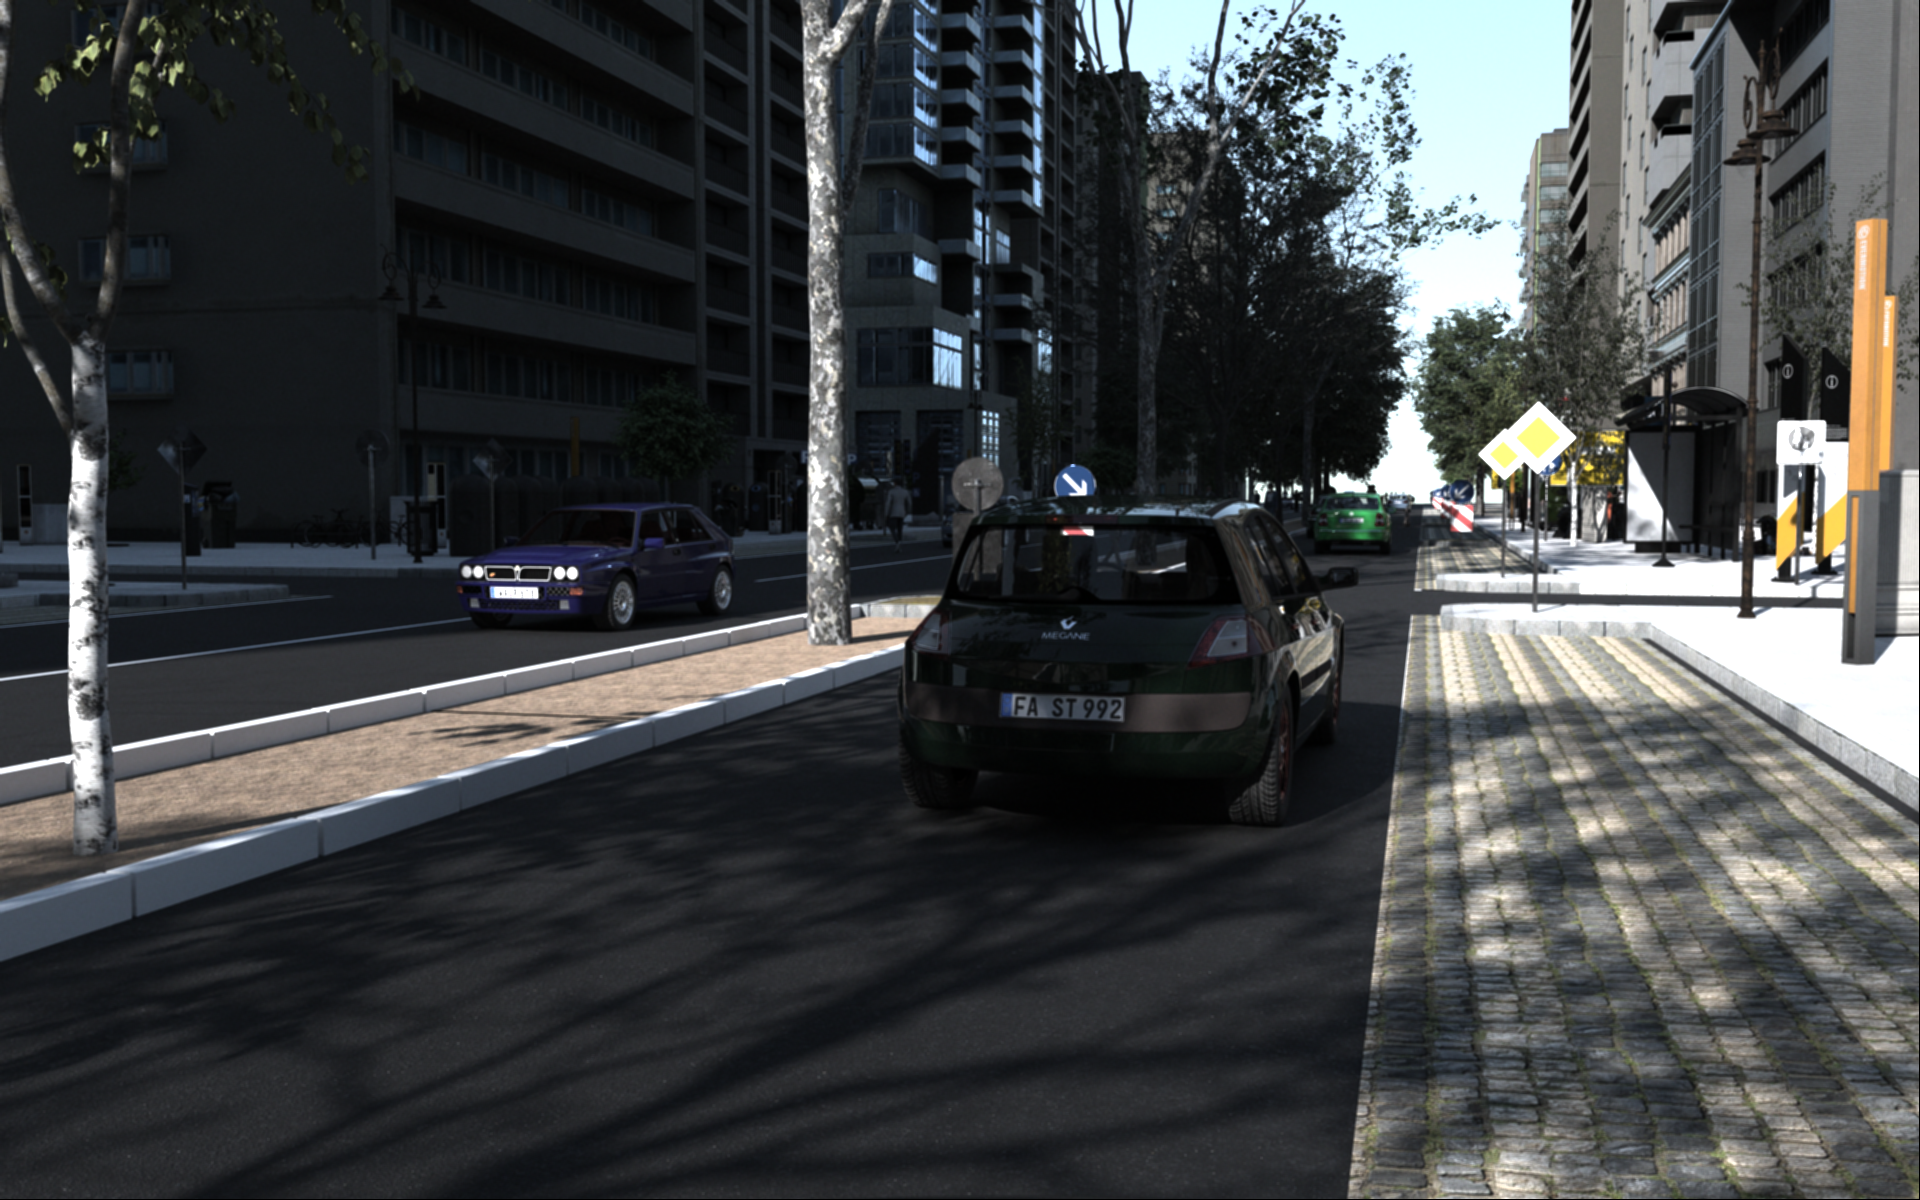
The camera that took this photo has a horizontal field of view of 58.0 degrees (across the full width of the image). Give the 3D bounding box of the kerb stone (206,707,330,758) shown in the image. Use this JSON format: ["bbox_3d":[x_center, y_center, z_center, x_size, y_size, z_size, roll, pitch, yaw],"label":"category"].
[{"bbox_3d":[-3.955,0.760,9.843,0.120,0.150,1.000,1,4,15],"label":"kerb stone"}]

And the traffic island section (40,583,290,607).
[{"bbox_3d":[-10.441,-0.061,23.275,2.009,0.180,2.903,1,4,15],"label":"traffic island section"}]

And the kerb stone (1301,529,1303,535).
[{"bbox_3d":[11.762,-2.329,60.307,0.120,0.150,1.000,1,4,15],"label":"kerb stone"}]

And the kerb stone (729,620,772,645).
[{"bbox_3d":[-2.088,0.334,16.777,0.120,0.150,1.000,1,4,15],"label":"kerb stone"}]

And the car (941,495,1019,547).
[{"bbox_3d":[0.774,-2.199,47.954,2.014,1.417,4.499,1,4,14],"label":"car"}]

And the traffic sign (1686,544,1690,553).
[{"bbox_3d":[15.970,-2.311,37.898,0.768,2.556,0.104,1,4,21],"label":"traffic sign"}]

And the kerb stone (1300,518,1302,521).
[{"bbox_3d":[17.447,-4.122,89.597,0.120,0.150,1.000,1,4,15],"label":"kerb stone"}]

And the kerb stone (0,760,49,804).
[{"bbox_3d":[-4.487,0.877,7.862,0.120,0.150,1.000,1,4,15],"label":"kerb stone"}]

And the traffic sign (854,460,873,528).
[{"bbox_3d":[-3.665,-4.006,65.605,0.768,2.556,0.104,1,4,19],"label":"traffic sign"}]

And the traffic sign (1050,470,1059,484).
[{"bbox_3d":[5.298,-5.771,94.352,0.884,2.594,0.081,1,4,18],"label":"traffic sign"}]

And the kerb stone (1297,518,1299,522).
[{"bbox_3d":[16.918,-4.001,87.612,0.120,0.150,1.000,1,4,15],"label":"kerb stone"}]

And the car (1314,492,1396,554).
[{"bbox_3d":[9.712,-2.070,42.638,1.959,1.807,4.718,1,4,15],"label":"car"}]

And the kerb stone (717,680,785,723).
[{"bbox_3d":[-1.391,0.666,11.305,0.120,0.150,1.000,1,4,15],"label":"kerb stone"}]

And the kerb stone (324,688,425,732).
[{"bbox_3d":[-3.692,0.697,10.831,0.120,0.150,1.000,1,4,15],"label":"kerb stone"}]

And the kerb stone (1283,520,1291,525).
[{"bbox_3d":[15.592,-3.698,82.661,0.120,0.150,1.000,1,4,15],"label":"kerb stone"}]

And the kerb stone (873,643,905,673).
[{"bbox_3d":[-0.599,0.492,14.271,0.120,0.150,1.000,1,4,15],"label":"kerb stone"}]

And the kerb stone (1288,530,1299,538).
[{"bbox_3d":[11.232,-2.208,58.329,0.120,0.150,1.000,1,4,15],"label":"kerb stone"}]

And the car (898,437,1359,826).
[{"bbox_3d":[1.010,0.047,9.021,2.009,1.686,4.222,1,4,17],"label":"car"}]

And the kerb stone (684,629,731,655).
[{"bbox_3d":[-2.361,0.395,15.788,0.120,0.150,1.000,1,4,15],"label":"kerb stone"}]

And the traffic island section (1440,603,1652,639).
[{"bbox_3d":[6.260,0.213,18.804,2.009,0.180,2.903,1,4,15],"label":"traffic island section"}]

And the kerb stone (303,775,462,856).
[{"bbox_3d":[-2.447,0.909,7.353,0.120,0.150,1.000,1,4,15],"label":"kerb stone"}]

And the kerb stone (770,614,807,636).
[{"bbox_3d":[-1.828,0.271,17.765,0.120,0.150,1.000,1,4,15],"label":"kerb stone"}]

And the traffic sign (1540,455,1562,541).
[{"bbox_3d":[16.010,-2.885,47.272,0.768,2.556,0.104,1,4,16],"label":"traffic sign"}]

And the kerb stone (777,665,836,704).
[{"bbox_3d":[-1.121,0.606,12.294,0.120,0.150,1.000,1,4,15],"label":"kerb stone"}]

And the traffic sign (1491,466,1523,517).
[{"bbox_3d":[30.297,-6.182,94.942,2.265,3.308,0.079,1,4,18],"label":"traffic sign"}]

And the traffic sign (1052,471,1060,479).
[{"bbox_3d":[5.509,-5.916,96.829,0.768,2.556,0.104,1,4,17],"label":"traffic sign"}]

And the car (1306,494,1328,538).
[{"bbox_3d":[12.629,-2.810,57.734,2.131,1.459,4.920,1,4,17],"label":"car"}]

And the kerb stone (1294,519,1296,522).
[{"bbox_3d":[16.388,-3.879,85.634,0.120,0.150,1.000,1,4,15],"label":"kerb stone"}]

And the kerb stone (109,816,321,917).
[{"bbox_3d":[-2.719,0.968,6.363,0.120,0.150,1.000,1,4,15],"label":"kerb stone"}]

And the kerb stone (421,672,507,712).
[{"bbox_3d":[-3.421,0.634,11.827,0.120,0.150,1.000,1,4,15],"label":"kerb stone"}]

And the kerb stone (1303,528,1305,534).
[{"bbox_3d":[12.025,-2.391,61.294,0.120,0.150,1.000,1,4,15],"label":"kerb stone"}]

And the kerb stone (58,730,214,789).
[{"bbox_3d":[-4.217,0.816,8.848,0.120,0.150,1.000,1,4,15],"label":"kerb stone"}]

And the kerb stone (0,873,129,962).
[{"bbox_3d":[-2.982,1.029,5.375,0.120,0.150,1.000,1,4,15],"label":"kerb stone"}]

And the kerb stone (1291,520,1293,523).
[{"bbox_3d":[15.853,-3.757,83.649,0.120,0.150,1.000,1,4,15],"label":"kerb stone"}]

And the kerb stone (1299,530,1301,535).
[{"bbox_3d":[11.500,-2.270,59.316,0.120,0.150,1.000,1,4,15],"label":"kerb stone"}]

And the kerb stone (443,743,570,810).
[{"bbox_3d":[-2.187,0.847,8.343,0.120,0.150,1.000,1,4,15],"label":"kerb stone"}]

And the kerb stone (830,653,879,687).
[{"bbox_3d":[-0.854,0.545,13.281,0.120,0.150,1.000,1,4,15],"label":"kerb stone"}]

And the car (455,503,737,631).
[{"bbox_3d":[-3.981,-0.421,19.468,1.945,1.354,3.894,1,4,17],"label":"car"}]

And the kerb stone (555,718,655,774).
[{"bbox_3d":[-1.927,0.787,9.332,0.120,0.150,1.000,1,4,15],"label":"kerb stone"}]

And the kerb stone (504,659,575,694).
[{"bbox_3d":[-3.159,0.574,12.815,0.120,0.150,1.000,1,4,15],"label":"kerb stone"}]

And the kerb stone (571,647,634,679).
[{"bbox_3d":[-2.896,0.513,13.806,0.120,0.150,1.000,1,4,15],"label":"kerb stone"}]

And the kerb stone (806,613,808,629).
[{"bbox_3d":[-1.550,0.210,18.757,0.120,0.150,1.000,1,4,15],"label":"kerb stone"}]

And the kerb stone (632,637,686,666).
[{"bbox_3d":[-2.626,0.453,14.797,0.120,0.150,1.000,1,4,15],"label":"kerb stone"}]

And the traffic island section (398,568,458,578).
[{"bbox_3d":[-8.371,-0.533,30.988,2.009,0.180,2.903,1,4,15],"label":"traffic island section"}]

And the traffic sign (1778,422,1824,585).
[{"bbox_3d":[11.796,-1.359,24.345,0.606,2.300,0.079,1,4,20],"label":"traffic sign"}]

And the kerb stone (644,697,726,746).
[{"bbox_3d":[-1.658,0.728,10.319,0.120,0.150,1.000,1,4,15],"label":"kerb stone"}]

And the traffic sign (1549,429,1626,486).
[{"bbox_3d":[19.865,-3.732,54.897,2.265,3.308,0.079,1,4,22],"label":"traffic sign"}]

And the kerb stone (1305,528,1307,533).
[{"bbox_3d":[12.294,-2.452,62.280,0.120,0.150,1.000,1,4,15],"label":"kerb stone"}]

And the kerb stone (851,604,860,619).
[{"bbox_3d":[-1.300,0.156,19.749,0.120,0.150,1.000,1,4,15],"label":"kerb stone"}]

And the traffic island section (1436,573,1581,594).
[{"bbox_3d":[8.330,-0.259,26.517,2.009,0.180,2.903,1,4,15],"label":"traffic island section"}]
